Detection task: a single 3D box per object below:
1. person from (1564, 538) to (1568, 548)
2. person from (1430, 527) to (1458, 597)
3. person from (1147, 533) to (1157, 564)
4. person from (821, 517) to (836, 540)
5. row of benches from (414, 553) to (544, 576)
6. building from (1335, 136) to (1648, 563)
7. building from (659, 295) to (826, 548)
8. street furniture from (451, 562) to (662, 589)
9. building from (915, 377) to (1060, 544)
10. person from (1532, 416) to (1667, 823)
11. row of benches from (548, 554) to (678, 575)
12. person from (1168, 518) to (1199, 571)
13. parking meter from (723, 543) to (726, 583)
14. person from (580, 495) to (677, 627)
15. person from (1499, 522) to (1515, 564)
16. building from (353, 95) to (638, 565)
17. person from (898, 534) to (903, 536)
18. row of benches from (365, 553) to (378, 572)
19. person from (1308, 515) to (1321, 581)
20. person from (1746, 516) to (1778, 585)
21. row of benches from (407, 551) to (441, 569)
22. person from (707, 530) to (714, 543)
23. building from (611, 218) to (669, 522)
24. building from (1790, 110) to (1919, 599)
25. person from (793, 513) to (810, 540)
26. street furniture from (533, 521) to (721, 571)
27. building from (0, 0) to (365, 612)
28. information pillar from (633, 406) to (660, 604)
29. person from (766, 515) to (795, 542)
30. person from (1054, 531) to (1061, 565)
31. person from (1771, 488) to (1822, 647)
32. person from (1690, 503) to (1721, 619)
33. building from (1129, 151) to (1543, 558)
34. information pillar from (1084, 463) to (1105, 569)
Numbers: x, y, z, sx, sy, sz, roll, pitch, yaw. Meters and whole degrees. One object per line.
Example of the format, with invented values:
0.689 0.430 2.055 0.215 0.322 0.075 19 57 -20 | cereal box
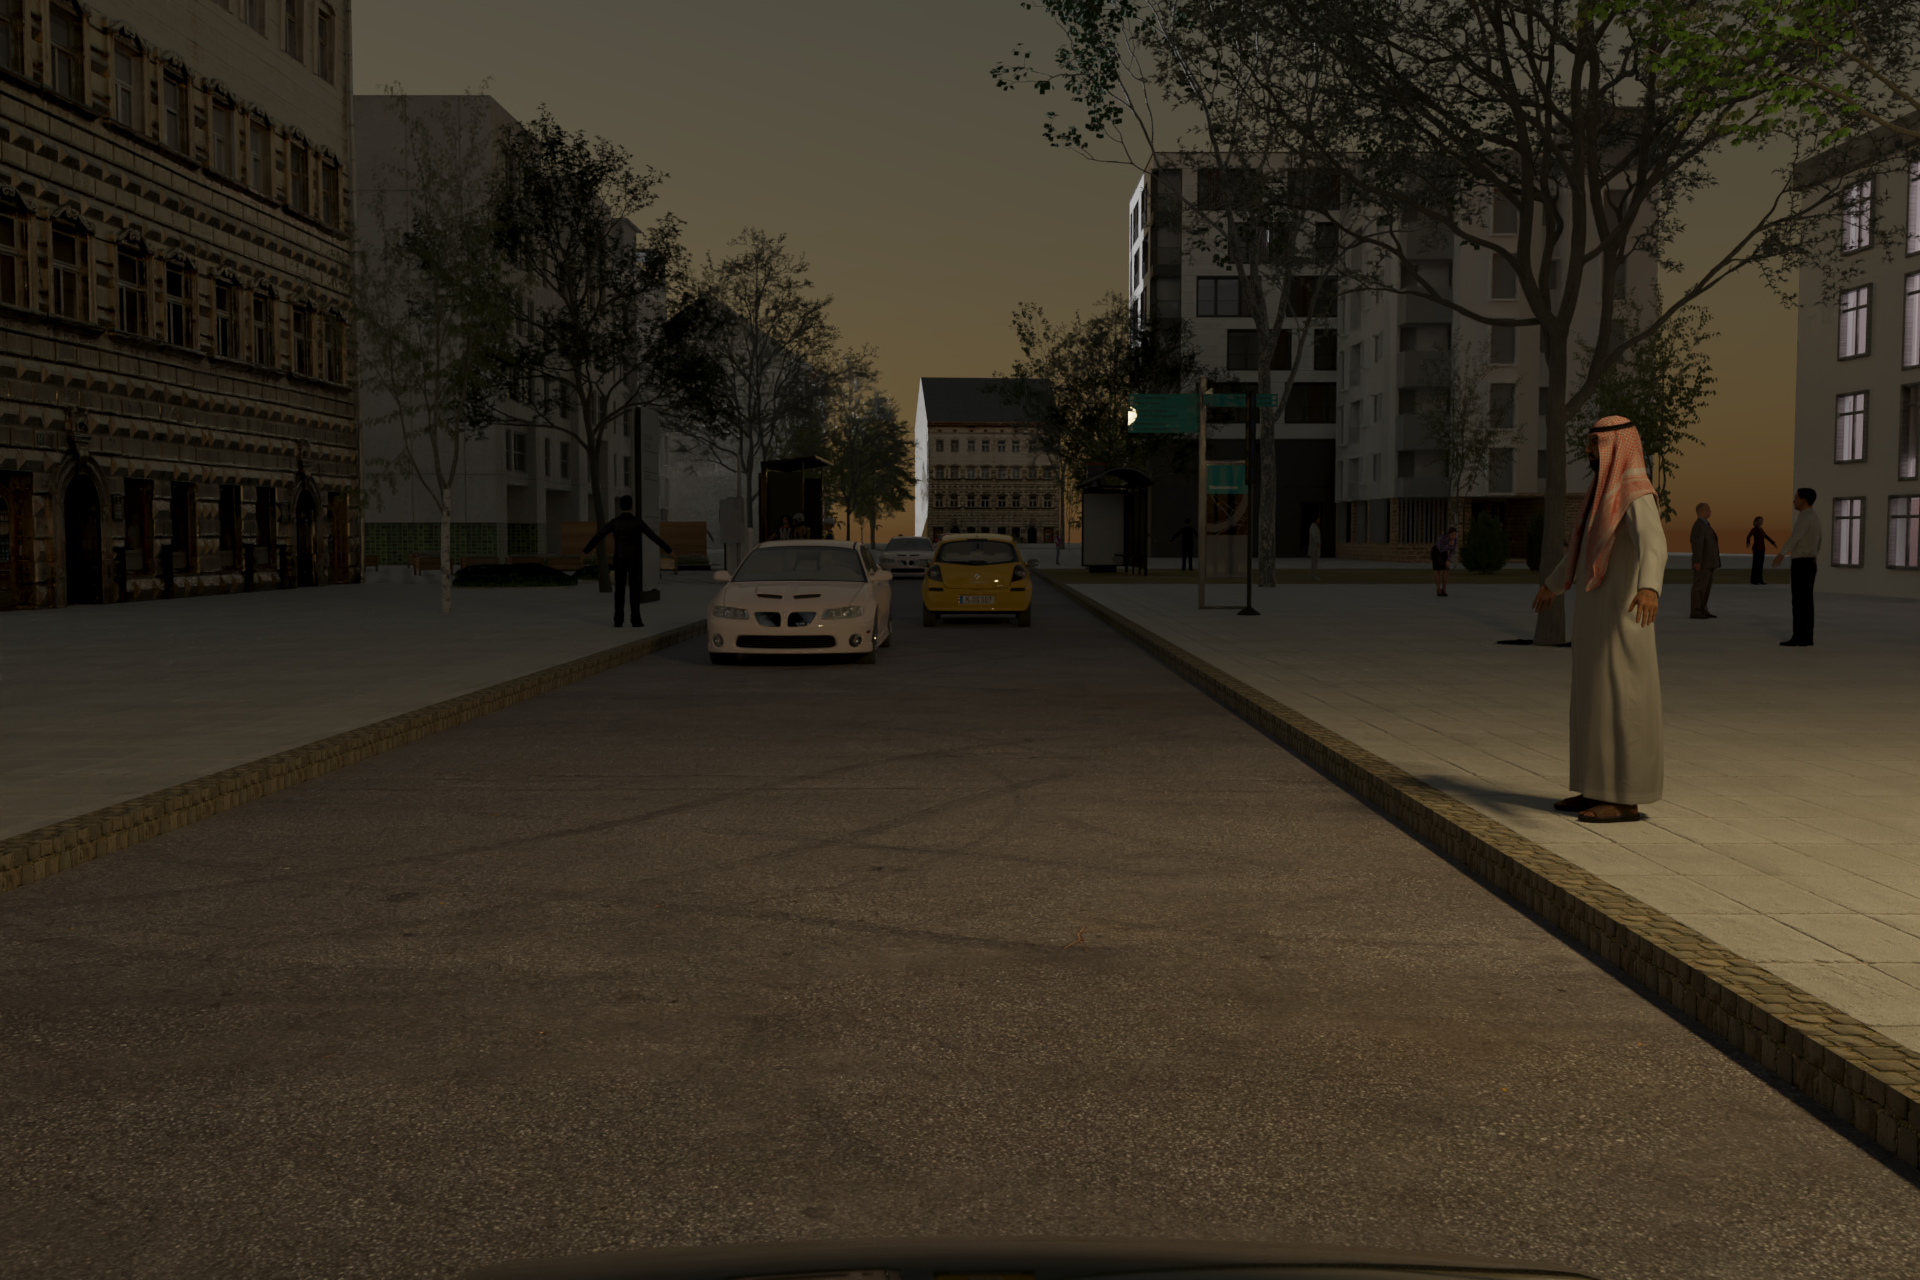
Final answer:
16.793 -2.591 48.503 0.704 1.812 1.346 2 4 29 | person
9.918 -1.598 35.396 0.421 1.427 0.697 -1 4 -17 | person
7.782 -4.142 74.000 1.348 1.796 0.705 -2 4 -24 | person
-2.732 -1.587 34.862 0.721 1.772 1.216 0 4 -1 | person
-15.042 -2.390 54.542 4.104 0.672 1.422 -2 4 -31 | row of benches
24.727 -14.222 88.950 16.016 20.090 11.380 0 4 1 | building
-22.928 -20.535 166.668 19.493 23.208 18.063 0 3 0 | building
-10.649 -1.825 45.466 5.734 0.657 10.072 -1 4 -12 | street furniture
3.517 -24.982 241.847 18.063 23.208 19.493 0 4 -6 | building
2.916 -0.103 7.834 0.704 1.811 1.347 0 4 0 | person
-10.884 -2.352 53.916 4.104 0.672 1.422 -1 4 -12 | row of benches
7.969 -3.349 60.692 1.347 1.837 0.705 0 4 7 | person
-6.029 -2.437 45.554 0.399 1.863 0.255 0 4 2 | parking meter
-4.585 -1.091 23.887 1.345 1.823 0.704 0 4 0 | person
22.836 -4.100 73.219 1.347 1.806 0.705 -1 4 -21 | person
-27.259 -13.420 85.869 16.747 18.905 31.486 0 3 0 | building
-2.233 -3.132 62.935 0.599 1.433 0.991 0 4 7 | person
-21.906 -2.728 60.065 4.104 0.672 1.422 2 4 28 | row of benches
9.827 -2.546 47.814 0.705 1.806 1.347 1 4 11 | person
20.170 -2.251 43.606 1.215 1.729 0.721 -2 4 -32 | person
-19.565 -2.947 63.651 1.422 0.672 4.104 -2 4 -29 | row of benches
-11.173 -4.217 75.081 1.348 1.813 0.705 2 4 31 | person
-24.852 -15.203 104.988 16.016 20.090 11.380 0 3 0 | building
23.345 -5.104 25.593 9.099 9.664 28.070 0 4 1 | building
-4.489 -2.592 48.148 0.705 1.858 1.354 -1 4 -14 | person
-13.254 -3.389 62.267 9.812 1.723 11.010 -1 4 -13 | street furniture
-24.756 -12.501 35.319 19.493 23.208 18.063 0 3 0 | building
-5.900 -2.526 32.618 0.184 3.620 1.656 0 4 1 | information pillar
-5.033 -2.685 50.037 1.345 1.843 0.704 1 4 18 | person
4.175 -3.884 72.773 0.599 1.433 0.991 0 4 7 | person
9.646 -0.839 19.872 0.704 1.810 1.344 3 5 42 | person
11.324 -1.204 26.282 0.434 1.755 0.990 3 5 40 | person
24.360 -16.218 109.147 27.936 21.610 32.646 0 4 0 | building
4.942 -4.520 63.280 0.750 3.857 0.750 0 4 -1 | information pillar
